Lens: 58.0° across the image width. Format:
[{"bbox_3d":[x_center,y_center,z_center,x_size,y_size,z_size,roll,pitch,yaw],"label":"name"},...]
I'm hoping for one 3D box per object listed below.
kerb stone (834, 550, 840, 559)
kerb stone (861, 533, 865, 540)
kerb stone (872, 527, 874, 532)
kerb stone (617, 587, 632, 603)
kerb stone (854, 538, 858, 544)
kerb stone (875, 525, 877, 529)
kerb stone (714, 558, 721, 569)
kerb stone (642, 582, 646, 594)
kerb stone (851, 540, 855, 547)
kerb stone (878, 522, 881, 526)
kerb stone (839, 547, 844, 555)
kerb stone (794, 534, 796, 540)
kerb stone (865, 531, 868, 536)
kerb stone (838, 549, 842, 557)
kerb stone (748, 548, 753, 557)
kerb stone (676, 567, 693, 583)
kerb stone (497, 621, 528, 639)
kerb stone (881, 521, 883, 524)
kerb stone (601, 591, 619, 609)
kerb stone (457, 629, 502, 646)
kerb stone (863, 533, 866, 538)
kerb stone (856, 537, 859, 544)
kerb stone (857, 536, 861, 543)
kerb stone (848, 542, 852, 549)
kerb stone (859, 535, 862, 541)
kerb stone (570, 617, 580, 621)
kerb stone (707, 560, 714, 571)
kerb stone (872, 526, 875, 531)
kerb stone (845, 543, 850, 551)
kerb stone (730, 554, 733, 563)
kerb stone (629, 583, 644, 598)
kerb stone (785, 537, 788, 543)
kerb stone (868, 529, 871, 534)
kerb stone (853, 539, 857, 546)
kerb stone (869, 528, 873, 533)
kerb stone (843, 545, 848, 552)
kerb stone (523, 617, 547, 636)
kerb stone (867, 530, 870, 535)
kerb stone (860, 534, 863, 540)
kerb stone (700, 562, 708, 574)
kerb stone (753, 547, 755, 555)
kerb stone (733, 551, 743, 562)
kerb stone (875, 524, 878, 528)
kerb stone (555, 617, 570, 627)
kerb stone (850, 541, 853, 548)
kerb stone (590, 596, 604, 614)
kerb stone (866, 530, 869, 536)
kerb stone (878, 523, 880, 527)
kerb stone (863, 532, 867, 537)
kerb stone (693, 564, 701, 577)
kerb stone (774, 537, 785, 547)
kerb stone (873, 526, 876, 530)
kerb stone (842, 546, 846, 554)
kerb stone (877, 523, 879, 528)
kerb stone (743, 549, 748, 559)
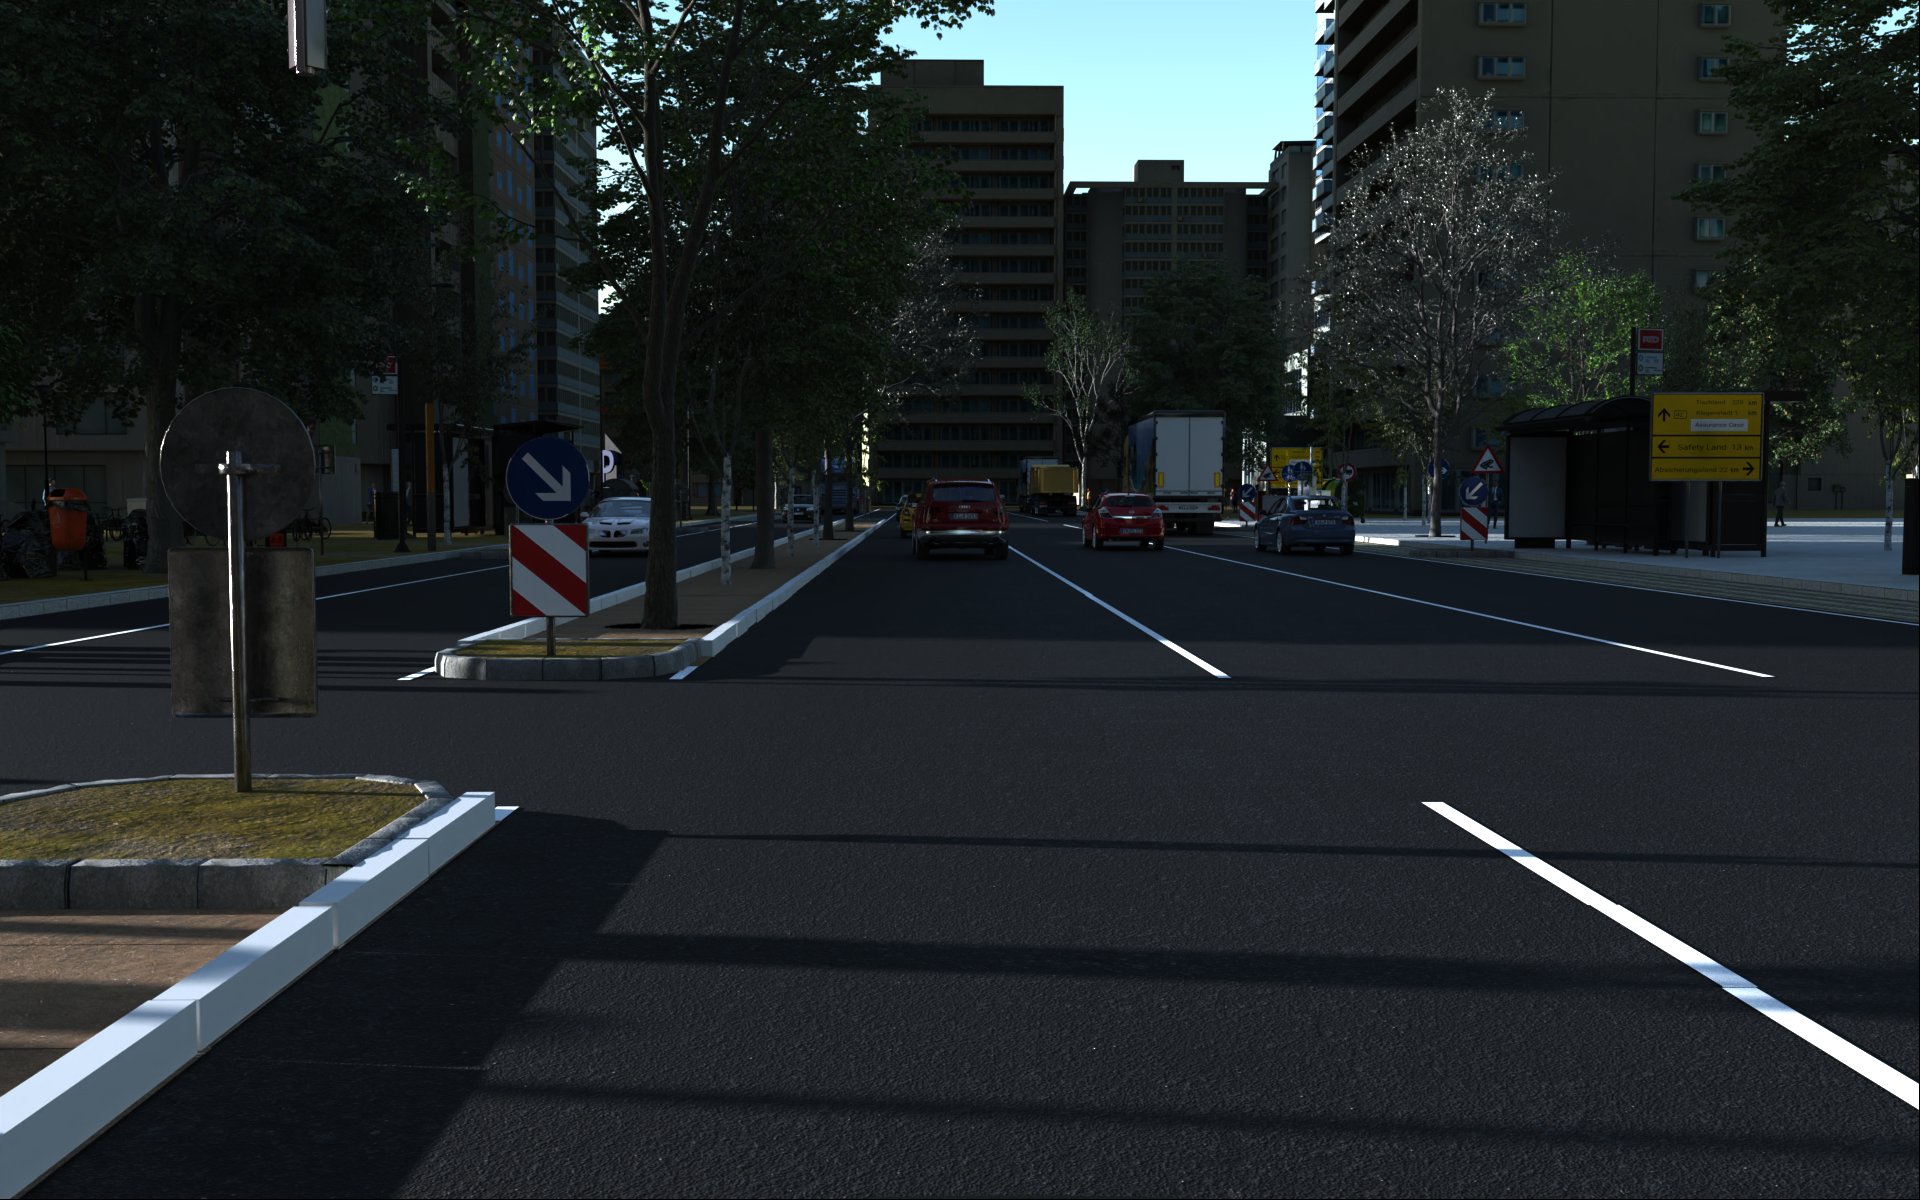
[{"bbox_3d":[-2.722,-0.918,37.207,0.120,0.150,1.000,0,4,-1],"label":"kerb stone"},{"bbox_3d":[-3.053,-1.860,52.606,0.120,0.150,1.000,0,4,-1],"label":"kerb stone"},{"bbox_3d":[-3.290,-2.483,62.864,0.120,0.150,1.000,0,4,-1],"label":"kerb stone"},{"bbox_3d":[-4.500,-0.039,22.836,0.120,0.150,1.000,0,4,-1],"label":"kerb stone"},{"bbox_3d":[-2.939,-1.546,47.473,0.120,0.150,1.000,0,4,-1],"label":"kerb stone"},{"bbox_3d":[-3.384,-2.738,66.968,0.120,0.150,1.000,0,4,-1],"label":"kerb stone"},{"bbox_3d":[-4.725,-0.666,33.086,0.120,0.150,1.000,0,4,-1],"label":"kerb stone"},{"bbox_3d":[-4.550,-0.165,24.888,0.120,0.150,1.000,0,4,-1],"label":"kerb stone"},{"bbox_3d":[-2.899,-1.420,45.412,0.120,0.150,1.000,0,4,-1],"label":"kerb stone"},{"bbox_3d":[-3.484,-3.048,72.097,0.120,0.150,1.000,0,4,-1],"label":"kerb stone"},{"bbox_3d":[-2.765,-1.043,39.251,0.120,0.150,1.000,0,4,-1],"label":"kerb stone"},{"bbox_3d":[-5.155,-1.860,52.611,0.120,0.150,1.000,0,4,-1],"label":"kerb stone"},{"bbox_3d":[-3.127,-2.048,55.686,0.120,0.150,1.000,0,4,-1],"label":"kerb stone"},{"bbox_3d":[-2.735,-0.978,38.229,0.120,0.150,1.000,0,4,-1],"label":"kerb stone"},{"bbox_3d":[-4.865,-1.043,39.247,0.120,0.150,1.000,0,4,-1],"label":"kerb stone"},{"bbox_3d":[-4.646,-0.415,28.982,0.120,0.150,1.000,0,4,-1],"label":"kerb stone"},{"bbox_3d":[-4.364,0.339,16.685,0.120,0.150,1.000,0,4,-1],"label":"kerb stone"},{"bbox_3d":[-3.574,-3.297,76.191,0.120,0.150,1.000,0,4,-1],"label":"kerb stone"},{"bbox_3d":[-4.479,0.023,21.814,0.120,0.150,1.000,0,4,-1],"label":"kerb stone"},{"bbox_3d":[-4.347,0.400,15.651,0.120,0.150,1.000,0,4,-1],"label":"kerb stone"},{"bbox_3d":[-3.075,-1.923,53.628,0.120,0.150,1.000,0,4,-1],"label":"kerb stone"},{"bbox_3d":[-2.965,-1.609,48.507,0.120,0.150,1.000,0,4,-1],"label":"kerb stone"},{"bbox_3d":[-2.986,-1.672,49.529,0.120,0.150,1.000,0,4,-1],"label":"kerb stone"},{"bbox_3d":[-2.857,-1.294,43.356,0.120,0.150,1.000,0,4,-1],"label":"kerb stone"},{"bbox_3d":[-3.007,-1.731,50.551,0.120,0.150,1.000,0,4,-1],"label":"kerb stone"},{"bbox_3d":[-4.440,0.157,19.765,0.120,0.150,1.000,0,4,-1],"label":"kerb stone"},{"bbox_3d":[-4.714,-0.603,32.053,0.120,0.150,1.000,0,4,-1],"label":"kerb stone"},{"bbox_3d":[-3.304,-2.550,63.892,0.120,0.150,1.000,0,4,-1],"label":"kerb stone"},{"bbox_3d":[-2.831,-1.232,42.334,0.120,0.150,1.000,0,4,-1],"label":"kerb stone"},{"bbox_3d":[-4.765,-0.791,35.134,0.120,0.150,1.000,0,4,-1],"label":"kerb stone"},{"bbox_3d":[-4.529,-0.102,23.864,0.120,0.150,1.000,0,4,-1],"label":"kerb stone"},{"bbox_3d":[-5.100,-1.671,49.522,0.120,0.150,1.000,0,4,-1],"label":"kerb stone"},{"bbox_3d":[-3.193,-2.236,58.756,0.120,0.150,1.000,0,4,-1],"label":"kerb stone"},{"bbox_3d":[-2.922,-1.480,46.441,0.120,0.150,1.000,0,4,-1],"label":"kerb stone"},{"bbox_3d":[-3.235,-2.362,60.811,0.120,0.150,1.000,0,4,-1],"label":"kerb stone"},{"bbox_3d":[-2.810,-1.168,41.296,0.120,0.150,1.000,0,4,-1],"label":"kerb stone"},{"bbox_3d":[-4.385,0.277,17.712,0.120,0.150,1.000,0,4,-1],"label":"kerb stone"},{"bbox_3d":[-3.163,-2.174,57.734,0.120,0.150,1.000,0,4,-1],"label":"kerb stone"},{"bbox_3d":[-3.032,-1.797,51.573,0.120,0.150,1.000,0,4,-1],"label":"kerb stone"},{"bbox_3d":[-4.678,-0.540,31.028,0.120,0.150,1.000,0,4,-1],"label":"kerb stone"},{"bbox_3d":[-4.888,-1.106,40.282,0.120,0.150,1.000,0,4,-1],"label":"kerb stone"},{"bbox_3d":[-4.817,-0.914,37.187,0.120,0.150,1.000,0,4,-1],"label":"kerb stone"},{"bbox_3d":[-3.405,-2.800,67.991,0.120,0.150,1.000,0,4,-1],"label":"kerb stone"},{"bbox_3d":[-4.408,0.211,18.743,0.120,0.150,1.000,0,4,-1],"label":"kerb stone"},{"bbox_3d":[-2.879,-1.357,44.378,0.120,0.150,1.000,0,4,-1],"label":"kerb stone"},{"bbox_3d":[-4.460,0.088,20.792,0.120,0.150,1.000,0,4,-1],"label":"kerb stone"},{"bbox_3d":[-3.153,-2.111,56.711,0.120,0.150,1.000,0,4,-1],"label":"kerb stone"},{"bbox_3d":[-3.462,-2.990,71.075,0.120,0.150,1.000,0,4,-1],"label":"kerb stone"},{"bbox_3d":[-3.103,-1.985,54.650,0.120,0.150,1.000,0,4,-1],"label":"kerb stone"},{"bbox_3d":[-4.653,-0.477,30.005,0.120,0.150,1.000,0,4,-1],"label":"kerb stone"},{"bbox_3d":[-5.074,-1.609,48.501,0.120,0.150,1.000,0,4,-1],"label":"kerb stone"},{"bbox_3d":[-3.335,-2.607,64.914,0.120,0.150,1.000,0,4,-1],"label":"kerb stone"},{"bbox_3d":[-2.785,-1.100,40.273,0.120,0.150,1.000,0,4,-1],"label":"kerb stone"},{"bbox_3d":[-3.444,-2.925,70.039,0.120,0.150,1.000,0,4,-1],"label":"kerb stone"},{"bbox_3d":[-4.840,-0.980,38.222,0.120,0.150,1.000,0,4,-1],"label":"kerb stone"}]
